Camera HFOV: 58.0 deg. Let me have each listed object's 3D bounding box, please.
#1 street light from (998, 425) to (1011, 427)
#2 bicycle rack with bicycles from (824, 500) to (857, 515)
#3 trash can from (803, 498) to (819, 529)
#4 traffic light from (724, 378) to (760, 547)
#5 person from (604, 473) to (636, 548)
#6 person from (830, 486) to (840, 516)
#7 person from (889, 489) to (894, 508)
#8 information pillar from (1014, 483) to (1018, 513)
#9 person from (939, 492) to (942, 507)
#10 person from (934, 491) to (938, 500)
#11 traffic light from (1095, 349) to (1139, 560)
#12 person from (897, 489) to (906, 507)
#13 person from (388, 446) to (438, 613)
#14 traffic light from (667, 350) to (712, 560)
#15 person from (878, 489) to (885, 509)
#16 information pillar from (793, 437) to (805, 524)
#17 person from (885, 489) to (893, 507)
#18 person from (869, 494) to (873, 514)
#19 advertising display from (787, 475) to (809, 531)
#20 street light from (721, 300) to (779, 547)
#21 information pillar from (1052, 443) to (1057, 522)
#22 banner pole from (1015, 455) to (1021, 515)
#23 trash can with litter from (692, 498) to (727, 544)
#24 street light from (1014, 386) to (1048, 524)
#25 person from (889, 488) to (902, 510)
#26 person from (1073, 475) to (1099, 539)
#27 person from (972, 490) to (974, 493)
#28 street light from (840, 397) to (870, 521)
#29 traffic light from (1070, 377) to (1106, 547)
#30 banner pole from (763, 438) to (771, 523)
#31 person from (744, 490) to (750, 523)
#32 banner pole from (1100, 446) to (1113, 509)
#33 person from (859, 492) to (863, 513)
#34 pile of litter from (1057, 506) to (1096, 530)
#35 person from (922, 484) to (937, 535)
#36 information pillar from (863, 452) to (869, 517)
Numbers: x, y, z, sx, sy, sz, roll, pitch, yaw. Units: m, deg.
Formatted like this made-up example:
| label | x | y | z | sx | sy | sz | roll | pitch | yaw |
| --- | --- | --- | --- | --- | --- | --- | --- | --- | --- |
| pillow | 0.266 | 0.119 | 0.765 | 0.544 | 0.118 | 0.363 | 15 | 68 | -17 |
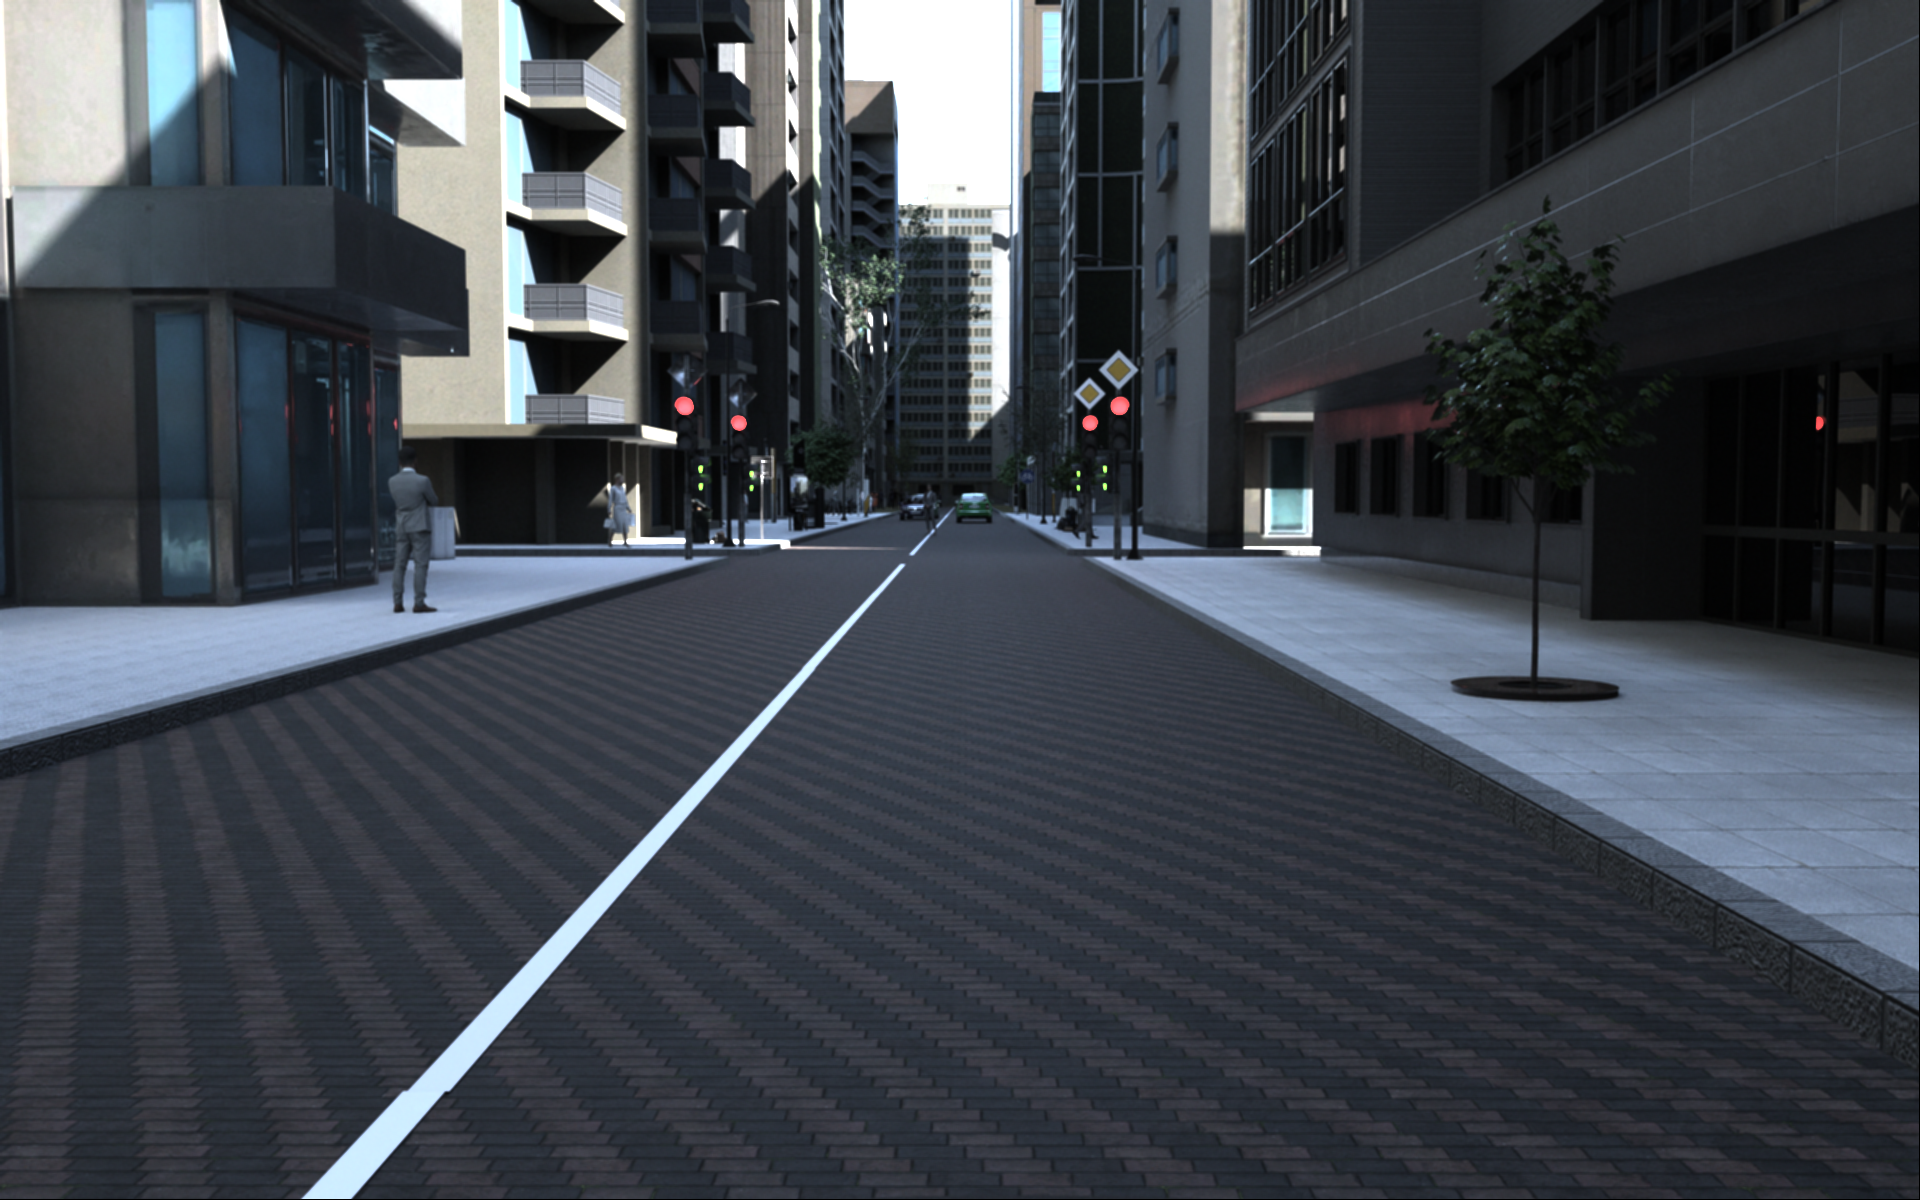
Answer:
| label | x | y | z | sx | sy | sz | roll | pitch | yaw |
| --- | --- | --- | --- | --- | --- | --- | --- | --- | --- |
| street light | 3.211 | -8.762 | 115.802 | 1.470 | 5.913 | 1.316 | 0 | 4 | 0 |
| bicycle rack with bicycles | -7.646 | -5.692 | 106.450 | 2.852 | 0.926 | 2.925 | 2 | 4 | 24 |
| trash can | -5.577 | -3.214 | 64.197 | 0.748 | 1.137 | 0.748 | 0 | 3 | 0 |
| traffic light | -5.267 | -3.234 | 41.792 | 0.839 | 4.253 | 0.868 | 0 | 4 | 0 |
| person | -8.159 | -2.144 | 41.453 | 0.694 | 1.780 | 0.624 | -3 | 5 | -40 |
| person | -7.400 | -5.925 | 103.095 | 0.526 | 1.800 | 0.537 | -2 | 4 | -24 |
| person | -6.250 | -9.374 | 159.756 | 0.683 | 1.767 | 0.568 | 0 | 4 | 6 |
| information pillar | 3.716 | -6.760 | 115.022 | 0.304 | 2.012 | 0.304 | 0 | 4 | 3 |
| person | -2.177 | -10.975 | 188.863 | 0.530 | 1.710 | 0.541 | 1 | 4 | 20 |
| person | -2.456 | -10.456 | 180.175 | 0.721 | 1.735 | 1.217 | 0 | 4 | 7 |
| traffic light | 3.065 | -2.744 | 33.793 | 0.839 | 4.253 | 0.868 | 0 | 4 | 0 |
| person | -5.295 | -9.284 | 158.545 | 1.217 | 1.735 | 0.721 | -3 | 4 | -36 |
| person | -5.935 | -0.772 | 18.853 | 0.511 | 1.800 | 0.466 | 0 | 3 | 0 |
| traffic light | -5.296 | -2.745 | 33.807 | 0.839 | 4.253 | 0.868 | 0 | 4 | 0 |
| person | -6.791 | -8.698 | 149.181 | 0.541 | 1.710 | 0.530 | 2 | 4 | 34 |
| information pillar | -6.646 | -4.914 | 71.698 | 0.504 | 3.616 | 0.183 | 0 | 4 | 1 |
| person | -6.913 | -10.280 | 174.132 | 1.348 | 1.823 | 0.705 | -1 | 4 | -19 |
| person | -5.808 | -6.253 | 112.551 | 0.425 | 1.301 | 0.394 | 3 | 5 | 45 |
| advertising display | -5.653 | -3.380 | 60.473 | 0.123 | 1.923 | 0.974 | 3 | 4 | 37 |
| street light | -5.040 | -4.229 | 41.683 | 1.470 | 5.913 | 1.316 | 0 | 4 | 0 |
| information pillar | 4.265 | -5.330 | 78.500 | 0.183 | 3.616 | 0.504 | 1 | 4 | 9 |
| banner pole | 3.606 | -7.130 | 106.588 | 0.401 | 3.779 | 0.863 | 0 | 4 | -5 |
| trash can with litter | -6.535 | -2.057 | 45.014 | 1.055 | 1.170 | 0.624 | -2 | 4 | -27 |
| street light | 3.063 | -6.234 | 74.473 | 1.470 | 5.913 | 1.316 | 0 | 4 | 0 |
| person | -5.325 | -8.336 | 142.854 | 1.217 | 1.766 | 0.721 | 1 | 4 | 10 |
| person | 3.626 | -2.659 | 49.613 | 0.850 | 1.850 | 0.679 | -1 | 4 | -18 |
| person | 1.285 | -10.145 | 174.366 | 1.348 | 1.824 | 0.705 | 2 | 4 | 32 |
| street light | -5.021 | -6.752 | 82.935 | 1.470 | 5.913 | 1.316 | 0 | 4 | 0 |
| traffic light | 3.095 | -3.233 | 41.778 | 0.839 | 4.253 | 0.868 | 0 | 4 | 0 |
| banner pole | -8.675 | -5.361 | 77.677 | 0.401 | 3.779 | 0.863 | -1 | 4 | -15 |
| person | -9.436 | -4.127 | 76.116 | 0.523 | 1.515 | 0.503 | -2 | 4 | -27 |
| banner pole | 7.546 | -6.111 | 89.930 | 0.863 | 3.779 | 0.401 | 0 | 4 | -6 |
| person | -6.513 | -6.691 | 116.107 | 0.731 | 1.740 | 0.598 | -1 | 4 | -14 |
| pile of litter | 4.172 | -2.929 | 61.862 | 1.719 | 0.858 | 1.176 | -2 | 4 | -27 |
| person | -1.081 | -3.191 | 60.942 | 0.520 | 1.790 | 0.573 | 0 | 4 | 2 |
| information pillar | -5.255 | -6.485 | 97.389 | 0.183 | 3.616 | 0.504 | 1 | 4 | 21 |
